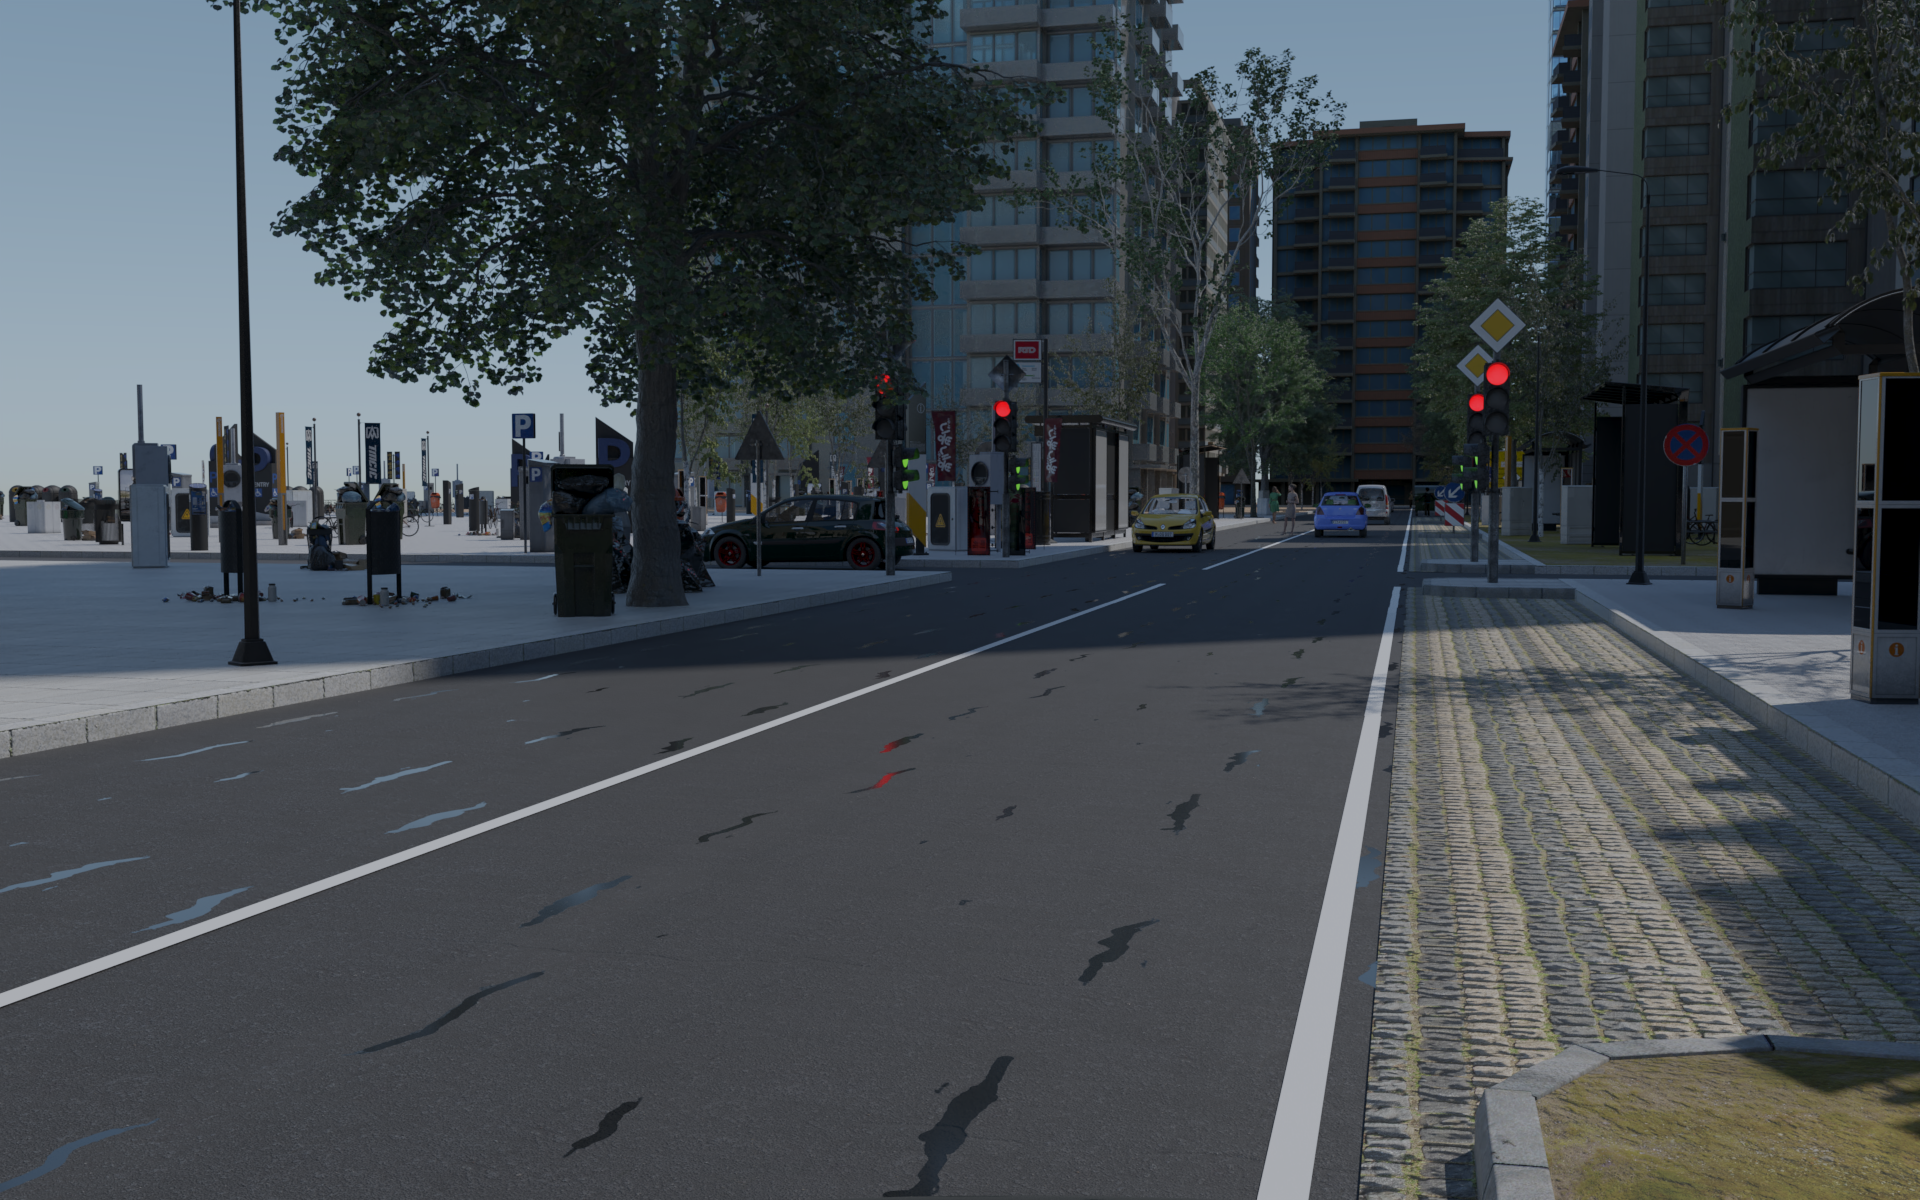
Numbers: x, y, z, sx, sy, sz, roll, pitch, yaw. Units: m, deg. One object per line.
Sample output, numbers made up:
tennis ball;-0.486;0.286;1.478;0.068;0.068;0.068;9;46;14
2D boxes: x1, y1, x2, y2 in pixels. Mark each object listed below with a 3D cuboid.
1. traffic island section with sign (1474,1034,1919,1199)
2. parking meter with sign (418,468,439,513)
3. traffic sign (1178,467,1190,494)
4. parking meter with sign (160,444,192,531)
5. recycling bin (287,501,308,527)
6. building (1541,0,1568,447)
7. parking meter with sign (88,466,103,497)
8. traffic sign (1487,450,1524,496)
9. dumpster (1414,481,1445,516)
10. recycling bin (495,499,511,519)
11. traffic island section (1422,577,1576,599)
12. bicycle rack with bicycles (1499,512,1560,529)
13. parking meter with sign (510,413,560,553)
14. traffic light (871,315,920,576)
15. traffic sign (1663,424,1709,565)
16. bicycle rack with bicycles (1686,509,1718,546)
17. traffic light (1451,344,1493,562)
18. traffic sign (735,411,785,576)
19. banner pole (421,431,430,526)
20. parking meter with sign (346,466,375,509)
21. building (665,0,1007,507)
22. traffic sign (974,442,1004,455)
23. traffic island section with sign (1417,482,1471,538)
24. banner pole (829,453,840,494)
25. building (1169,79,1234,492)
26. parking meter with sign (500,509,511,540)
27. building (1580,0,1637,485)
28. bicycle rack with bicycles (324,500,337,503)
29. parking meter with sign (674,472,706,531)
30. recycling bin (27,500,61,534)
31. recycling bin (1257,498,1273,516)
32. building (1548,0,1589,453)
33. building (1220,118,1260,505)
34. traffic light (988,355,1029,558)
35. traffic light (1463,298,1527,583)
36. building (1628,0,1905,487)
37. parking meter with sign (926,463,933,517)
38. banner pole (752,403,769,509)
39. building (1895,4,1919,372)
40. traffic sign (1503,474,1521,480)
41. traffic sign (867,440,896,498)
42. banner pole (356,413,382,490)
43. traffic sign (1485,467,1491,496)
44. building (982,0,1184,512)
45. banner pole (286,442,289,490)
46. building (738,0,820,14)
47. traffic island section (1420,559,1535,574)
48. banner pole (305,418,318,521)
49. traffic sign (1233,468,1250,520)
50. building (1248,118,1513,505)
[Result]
traffic island section with sign;1.963;0.343;3.019;1.989;1.847;2.006;1;4;15
parking meter with sign;-35.954;-7.392;117.118;0.543;3.016;1.738;1;4;18
traffic sign;10.541;-4.937;80.828;0.768;2.556;0.104;1;4;15
parking meter with sign;-27.534;-3.980;61.342;0.543;3.016;1.738;0;4;6
recycling bin;-25.817;-3.353;67.382;0.722;1.027;0.722;-2;4;-29
building;78.828;-54.054;196.448;31.000;86.520;22.319;1;4;15
parking meter with sign;-53.364;-6.754;106.692;0.543;3.016;1.738;0;4;-8
traffic sign;25.413;-5.286;80.298;2.265;3.308;0.079;1;4;21
dumpster;30.507;-6.582;112.566;1.985;2.255;1.502;1;4;14
recycling bin;-23.605;-4.721;89.746;0.722;1.027;0.722;1;4;14
traffic island section;7.724;-0.169;25.046;2.009;0.180;2.903;1;4;15
bicycle rack with bicycles;20.975;-3.066;63.505;2.925;0.926;2.852;-1;4;-13
parking meter with sign;-9.135;-2.564;38.190;0.543;3.016;1.738;1;4;19
traffic light;-1.081;-2.342;27.219;0.839;4.253;0.868;1;4;15
traffic sign;13.159;-1.916;31.433;0.768;2.556;0.104;1;4;22
bicycle rack with bicycles;18.072;-1.862;43.819;2.925;0.926;2.852;1;4;17
traffic light;9.715;-2.676;32.667;0.839;4.253;0.868;1;4;15
traffic sign;-3.140;-1.652;27.018;0.884;2.594;0.081;2;4;23
banner pole;-21.081;-4.793;68.385;0.401;3.779;0.863;0;4;7
parking meter with sign;-39.979;-7.299;115.602;1.738;3.016;0.543;0;4;7
building;-13.131;-33.834;172.793;30.456;49.044;23.786;1;4;15
traffic sign;0.694;-2.564;42.029;0.768;2.556;0.104;1;4;18
traffic island section with sign;16.013;-2.932;56.564;1.989;1.847;2.006;1;4;15
banner pole;-6.595;-6.230;91.882;0.863;3.779;0.401;2;4;31
building;12.747;-28.793;162.644;23.993;40.220;32.217;1;4;15
parking meter with sign;-12.000;-3.198;48.548;1.738;3.016;0.543;0;4;-6
building;55.830;-35.559;123.381;21.231;58.520;28.212;1;4;15
bicycle rack with bicycles;-39.275;-5.782;107.923;2.852;0.926;2.925;2;4;27
parking meter with sign;-9.582;-3.894;59.922;1.738;3.016;0.543;2;4;27
recycling bin;-29.971;-2.698;56.668;0.722;1.027;0.722;1;4;17
recycling bin;18.327;-5.596;104.053;0.722;1.027;0.722;3;5;43
building;63.402;-30.382;151.373;22.147;44.769;28.867;1;4;15
building;28.020;-34.077;207.262;14.200;45.320;14.600;1;4;15
traffic light;0.946;-2.815;34.943;0.839;4.253;0.868;1;4;15
traffic light;7.688;-2.203;24.942;0.839;4.253;0.868;1;4;15
building;43.705;-19.719;94.101;14.160;30.474;14.107;1;4;15
parking meter with sign;-1.850;-6.189;97.450;0.543;3.016;1.738;-1;4;-16
banner pole;-5.468;-3.532;47.765;0.401;3.779;0.863;2;4;34
building;38.021;-36.980;42.868;20.611;71.187;20.563;1;4;15
traffic sign;25.416;-4.811;79.853;0.795;2.450;0.064;1;4;20
traffic sign;-1.494;-2.157;35.270;0.884;2.594;0.081;1;4;19
banner pole;-18.241;-3.874;53.350;0.863;3.779;0.401;-1;4;-22
traffic sign;23.687;-4.763;77.983;0.768;2.556;0.104;1;4;21
building;4.154;-31.025;126.867;23.786;49.044;30.456;1;4;15
banner pole;-32.646;-5.732;83.739;0.401;3.779;0.863;1;4;19
building;-16.099;-47.874;220.996;20.611;71.187;20.563;1;4;15
traffic island section;9.751;-0.642;32.771;2.009;0.180;2.903;1;4;15
banner pole;-21.157;-4.069;56.549;0.401;3.779;0.863;0;4;7
traffic sign;14.117;-5.314;86.889;0.884;2.594;0.081;1;4;16
building;49.859;-33.704;205.676;28.867;44.769;22.147;1;4;15
